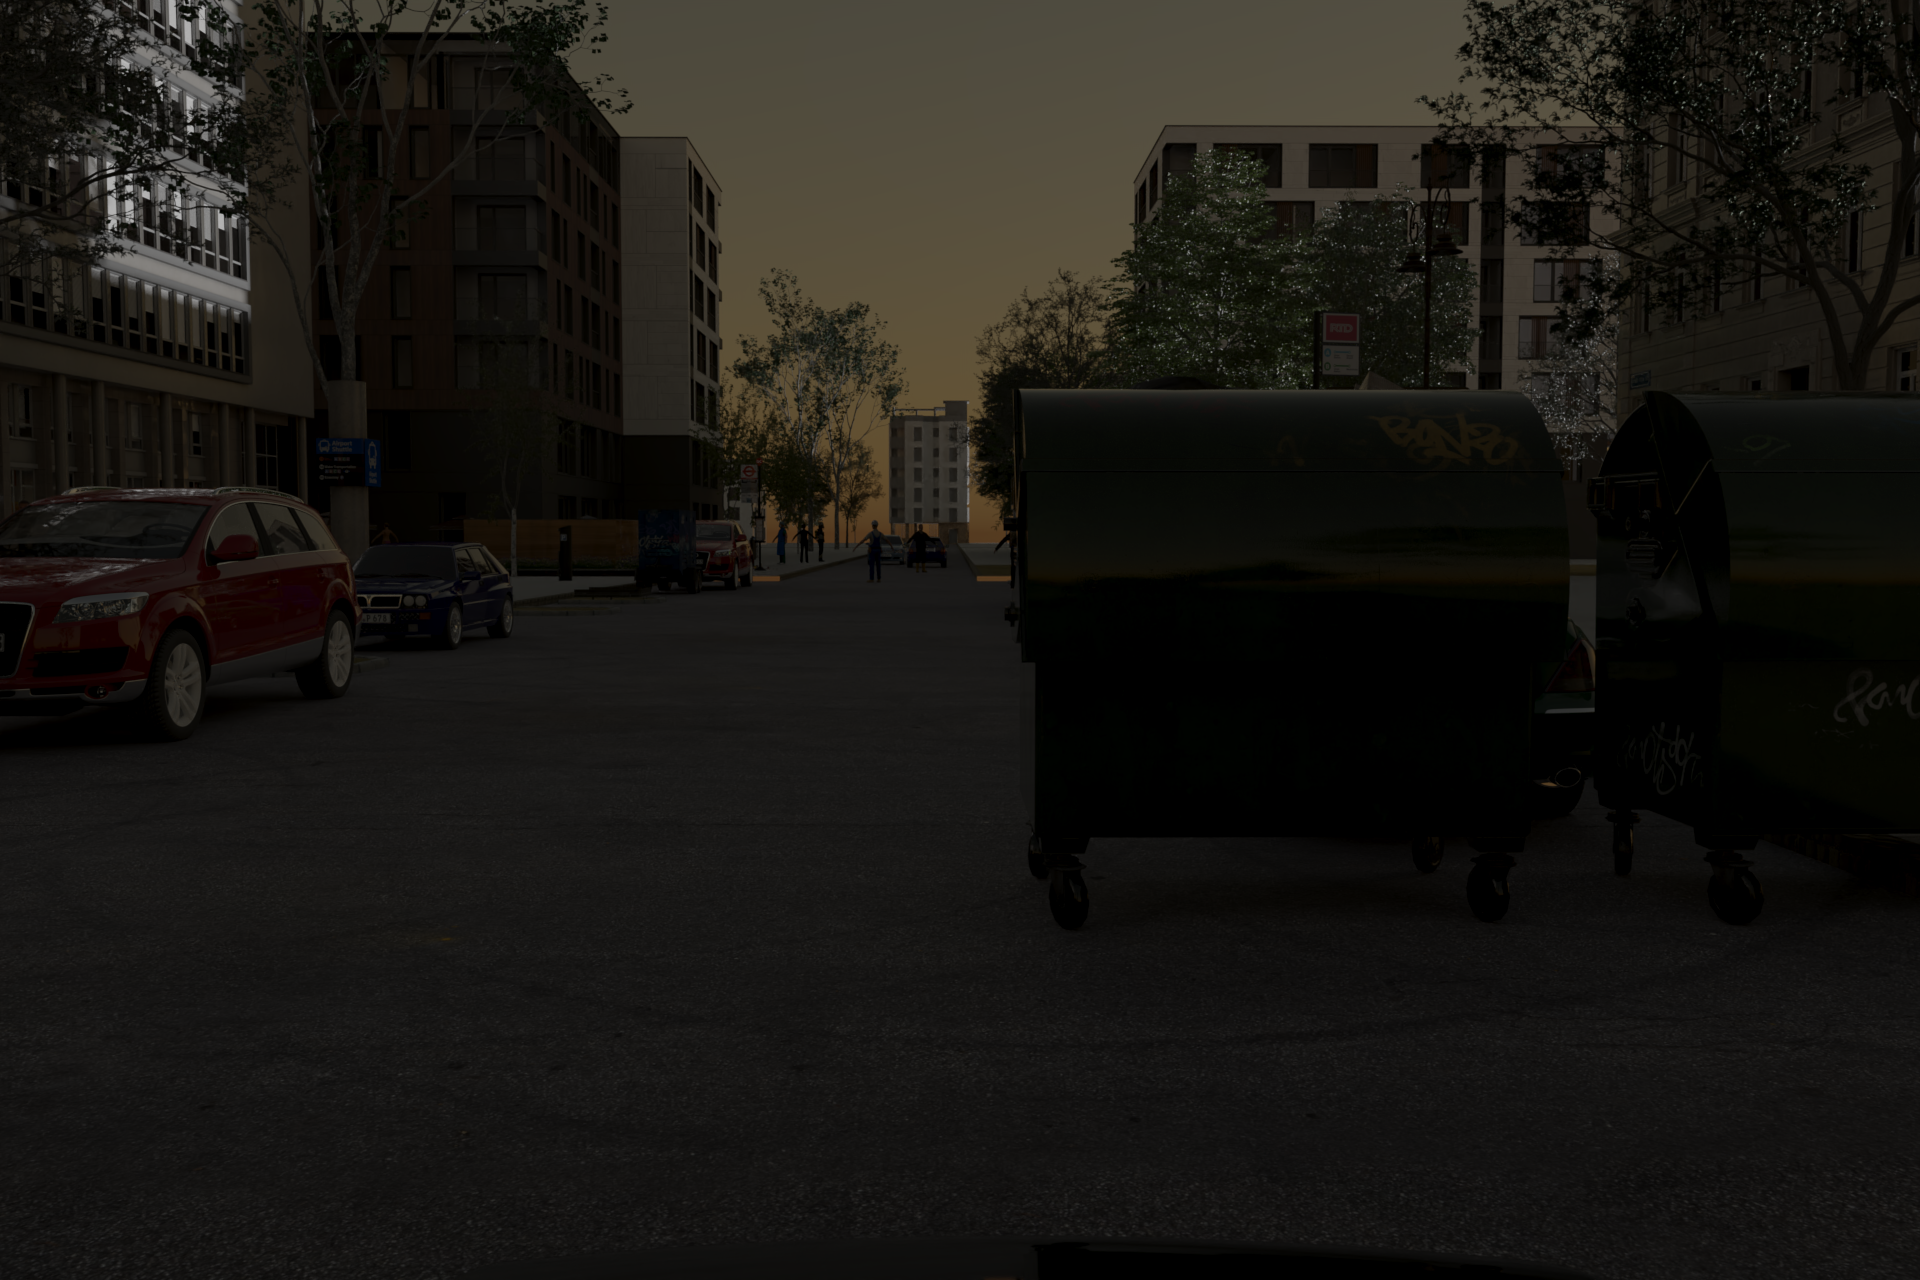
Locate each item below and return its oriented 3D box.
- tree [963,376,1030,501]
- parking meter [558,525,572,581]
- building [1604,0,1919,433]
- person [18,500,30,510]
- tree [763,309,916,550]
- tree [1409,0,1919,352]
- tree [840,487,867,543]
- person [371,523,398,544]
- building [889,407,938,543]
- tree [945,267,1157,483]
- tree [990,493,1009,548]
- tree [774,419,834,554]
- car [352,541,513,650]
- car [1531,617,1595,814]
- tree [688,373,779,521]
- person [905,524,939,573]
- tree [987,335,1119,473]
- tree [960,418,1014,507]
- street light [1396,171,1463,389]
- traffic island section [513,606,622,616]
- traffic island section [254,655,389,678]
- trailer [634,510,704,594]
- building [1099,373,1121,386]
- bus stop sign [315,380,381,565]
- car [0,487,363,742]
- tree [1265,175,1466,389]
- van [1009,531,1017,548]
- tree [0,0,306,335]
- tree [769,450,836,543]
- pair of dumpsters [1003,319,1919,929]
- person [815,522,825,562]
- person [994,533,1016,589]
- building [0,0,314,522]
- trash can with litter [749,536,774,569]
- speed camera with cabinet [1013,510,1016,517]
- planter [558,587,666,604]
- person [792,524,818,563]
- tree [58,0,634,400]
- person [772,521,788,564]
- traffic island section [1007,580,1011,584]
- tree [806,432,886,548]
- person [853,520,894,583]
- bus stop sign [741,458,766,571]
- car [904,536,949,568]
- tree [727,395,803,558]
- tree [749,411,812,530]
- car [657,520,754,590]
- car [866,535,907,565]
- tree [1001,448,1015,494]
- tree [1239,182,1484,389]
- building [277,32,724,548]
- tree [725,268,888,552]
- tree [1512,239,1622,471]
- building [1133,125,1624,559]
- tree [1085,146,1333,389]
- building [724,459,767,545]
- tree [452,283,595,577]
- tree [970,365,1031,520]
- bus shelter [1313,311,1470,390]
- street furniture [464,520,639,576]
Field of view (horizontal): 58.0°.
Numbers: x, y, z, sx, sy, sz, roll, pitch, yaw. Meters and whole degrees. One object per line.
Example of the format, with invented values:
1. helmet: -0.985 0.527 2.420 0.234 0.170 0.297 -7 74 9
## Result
1. tree: 4.624 -10.101 99.565 8.767 10.594 7.601 -1 4 -20
2. parking meter: -10.822 -2.388 47.462 0.372 1.533 0.369 0 3 0
3. building: 27.510 -15.154 45.030 12.463 27.353 25.104 0 4 -1
4. person: -15.426 -1.384 28.542 0.709 1.838 0.599 -1 4 -16
5. tree: -9.938 -17.631 144.161 12.611 20.169 13.585 0 3 0
6. tree: 8.581 -5.025 16.577 8.767 10.594 7.601 0 4 -6
7. tree: -15.379 -18.305 249.641 4.737 8.622 4.395 0 3 0
8. person: -23.027 -3.829 69.410 0.721 1.733 1.217 3 4 38
9. building: -9.905 -23.885 249.394 11.380 20.090 16.016 0 4 4
10. tree: 4.861 -10.307 78.882 12.009 13.543 11.850 0 3 0
11. tree: 4.098 -12.574 155.939 4.360 8.622 3.978 0 3 0
12. tree: -10.355 -9.869 111.725 4.737 8.622 4.395 0 3 0
13. car: -7.092 -0.615 22.635 1.945 1.354 3.894 0 3 0
14. car: 2.239 0.092 10.293 2.131 1.459 4.920 0 4 0
15. tree: -10.560 -7.948 80.306 4.737 8.622 4.395 0 3 0
16. person: -1.450 -3.421 64.533 1.346 1.812 0.704 -1 4 -21
17. tree: 5.014 -10.050 90.068 9.928 11.665 9.643 0 3 0
18. tree: 5.036 -14.479 147.105 12.009 13.543 11.850 0 3 0
19. street light: 6.074 -3.045 22.570 0.468 5.910 1.993 0 4 0
20. traffic island section: -7.198 -0.514 31.275 1.991 0.108 1.994 0 4 0
21. traffic island section: -7.179 0.280 18.286 1.991 0.108 1.994 0 4 0
22. trailer: -7.014 -2.080 41.064 1.471 1.999 3.904 0 4 0
23. building: 23.120 -20.289 198.188 16.747 18.905 31.486 0 4 -1
24. bus stop sign: -10.586 -2.508 30.023 0.837 3.901 0.837 0 4 0
25. car: -6.400 -0.303 13.624 2.281 1.827 5.304 0 4 -1
26. tree: 7.838 -5.271 36.542 4.360 8.622 3.978 0 3 0
27. van: 2.152 -1.838 34.435 2.240 2.365 5.245 0 4 -1
28. tree: -12.845 -6.605 18.363 12.009 13.543 11.850 0 3 0
29. tree: -22.986 -21.039 250.646 9.857 13.997 8.962 0 3 0
30. pair of dumpsters: 2.386 -0.112 6.790 4.436 2.255 1.574 0 4 -1
31. person: -6.422 -4.560 80.343 0.705 1.856 1.354 0 4 -2
32. person: 1.522 -2.272 45.537 1.347 1.837 0.705 1 4 15
33. building: -32.782 -14.365 42.467 19.016 26.051 41.698 0 3 0
34. trash can with litter: -7.487 -3.227 63.813 1.678 1.210 2.233 0 4 -1
35. speed camera with cabinet: 2.334 -4.298 64.603 0.660 3.252 2.038 0 4 0
36. planter: -7.231 -0.928 36.313 1.991 0.319 1.994 0 4 -1
37. person: -6.906 -4.299 77.003 1.216 1.740 0.721 1 4 11
38. tree: -13.685 -11.219 39.314 12.611 20.169 13.585 0 3 0
39. person: -7.583 -4.116 73.420 0.704 1.817 1.347 -2 4 -31
40. traffic island section: 2.355 -1.655 49.928 1.991 0.108 1.994 0 4 0
41. tree: -10.551 -13.734 158.964 8.767 10.594 7.601 1 4 19
42. person: -2.530 -2.629 51.305 1.347 1.847 0.705 -2 4 -28
43. bus stop sign: -7.248 -4.408 60.768 0.855 3.939 0.416 0 4 1
44. car: -1.433 -3.805 74.788 1.945 1.354 3.894 0 4 -1
45. tree: -10.709 -8.723 92.977 4.737 8.622 4.395 0 3 0
46. tree: -10.569 -9.342 103.105 4.737 8.622 4.395 0 3 0
47. car: -6.692 -2.270 45.786 2.281 1.827 5.304 0 3 0
48. car: -3.450 -4.285 82.065 2.014 1.417 4.499 0 4 -1
49. tree: 4.407 -9.666 108.393 4.737 8.622 4.395 0 3 0
50. tree: 14.401 -9.612 63.815 9.857 13.997 8.962 0 3 0
51. building: -27.919 -14.872 87.137 27.936 21.610 32.646 0 4 -1
52. tree: -12.340 -16.521 126.000 12.611 20.169 13.585 0 3 0
53. tree: 27.028 -9.690 68.809 12.009 13.543 11.850 0 3 0
54. building: 23.975 -15.864 103.359 27.936 21.610 32.646 0 4 -1
55. tree: 7.450 -8.170 51.708 7.486 12.596 7.792 0 3 0
56. building: -27.643 -16.260 208.000 9.099 9.664 28.070 0 3 0
57. tree: -13.463 -6.181 51.418 4.360 8.622 3.978 0 3 0
58. tree: 5.235 -13.436 126.335 9.857 13.997 8.962 0 3 0
59. bus shelter: 6.198 -3.137 28.929 2.179 5.291 8.768 0 4 0
60. street furniture: -11.892 -2.909 54.421 11.010 1.723 9.812 0 4 0
